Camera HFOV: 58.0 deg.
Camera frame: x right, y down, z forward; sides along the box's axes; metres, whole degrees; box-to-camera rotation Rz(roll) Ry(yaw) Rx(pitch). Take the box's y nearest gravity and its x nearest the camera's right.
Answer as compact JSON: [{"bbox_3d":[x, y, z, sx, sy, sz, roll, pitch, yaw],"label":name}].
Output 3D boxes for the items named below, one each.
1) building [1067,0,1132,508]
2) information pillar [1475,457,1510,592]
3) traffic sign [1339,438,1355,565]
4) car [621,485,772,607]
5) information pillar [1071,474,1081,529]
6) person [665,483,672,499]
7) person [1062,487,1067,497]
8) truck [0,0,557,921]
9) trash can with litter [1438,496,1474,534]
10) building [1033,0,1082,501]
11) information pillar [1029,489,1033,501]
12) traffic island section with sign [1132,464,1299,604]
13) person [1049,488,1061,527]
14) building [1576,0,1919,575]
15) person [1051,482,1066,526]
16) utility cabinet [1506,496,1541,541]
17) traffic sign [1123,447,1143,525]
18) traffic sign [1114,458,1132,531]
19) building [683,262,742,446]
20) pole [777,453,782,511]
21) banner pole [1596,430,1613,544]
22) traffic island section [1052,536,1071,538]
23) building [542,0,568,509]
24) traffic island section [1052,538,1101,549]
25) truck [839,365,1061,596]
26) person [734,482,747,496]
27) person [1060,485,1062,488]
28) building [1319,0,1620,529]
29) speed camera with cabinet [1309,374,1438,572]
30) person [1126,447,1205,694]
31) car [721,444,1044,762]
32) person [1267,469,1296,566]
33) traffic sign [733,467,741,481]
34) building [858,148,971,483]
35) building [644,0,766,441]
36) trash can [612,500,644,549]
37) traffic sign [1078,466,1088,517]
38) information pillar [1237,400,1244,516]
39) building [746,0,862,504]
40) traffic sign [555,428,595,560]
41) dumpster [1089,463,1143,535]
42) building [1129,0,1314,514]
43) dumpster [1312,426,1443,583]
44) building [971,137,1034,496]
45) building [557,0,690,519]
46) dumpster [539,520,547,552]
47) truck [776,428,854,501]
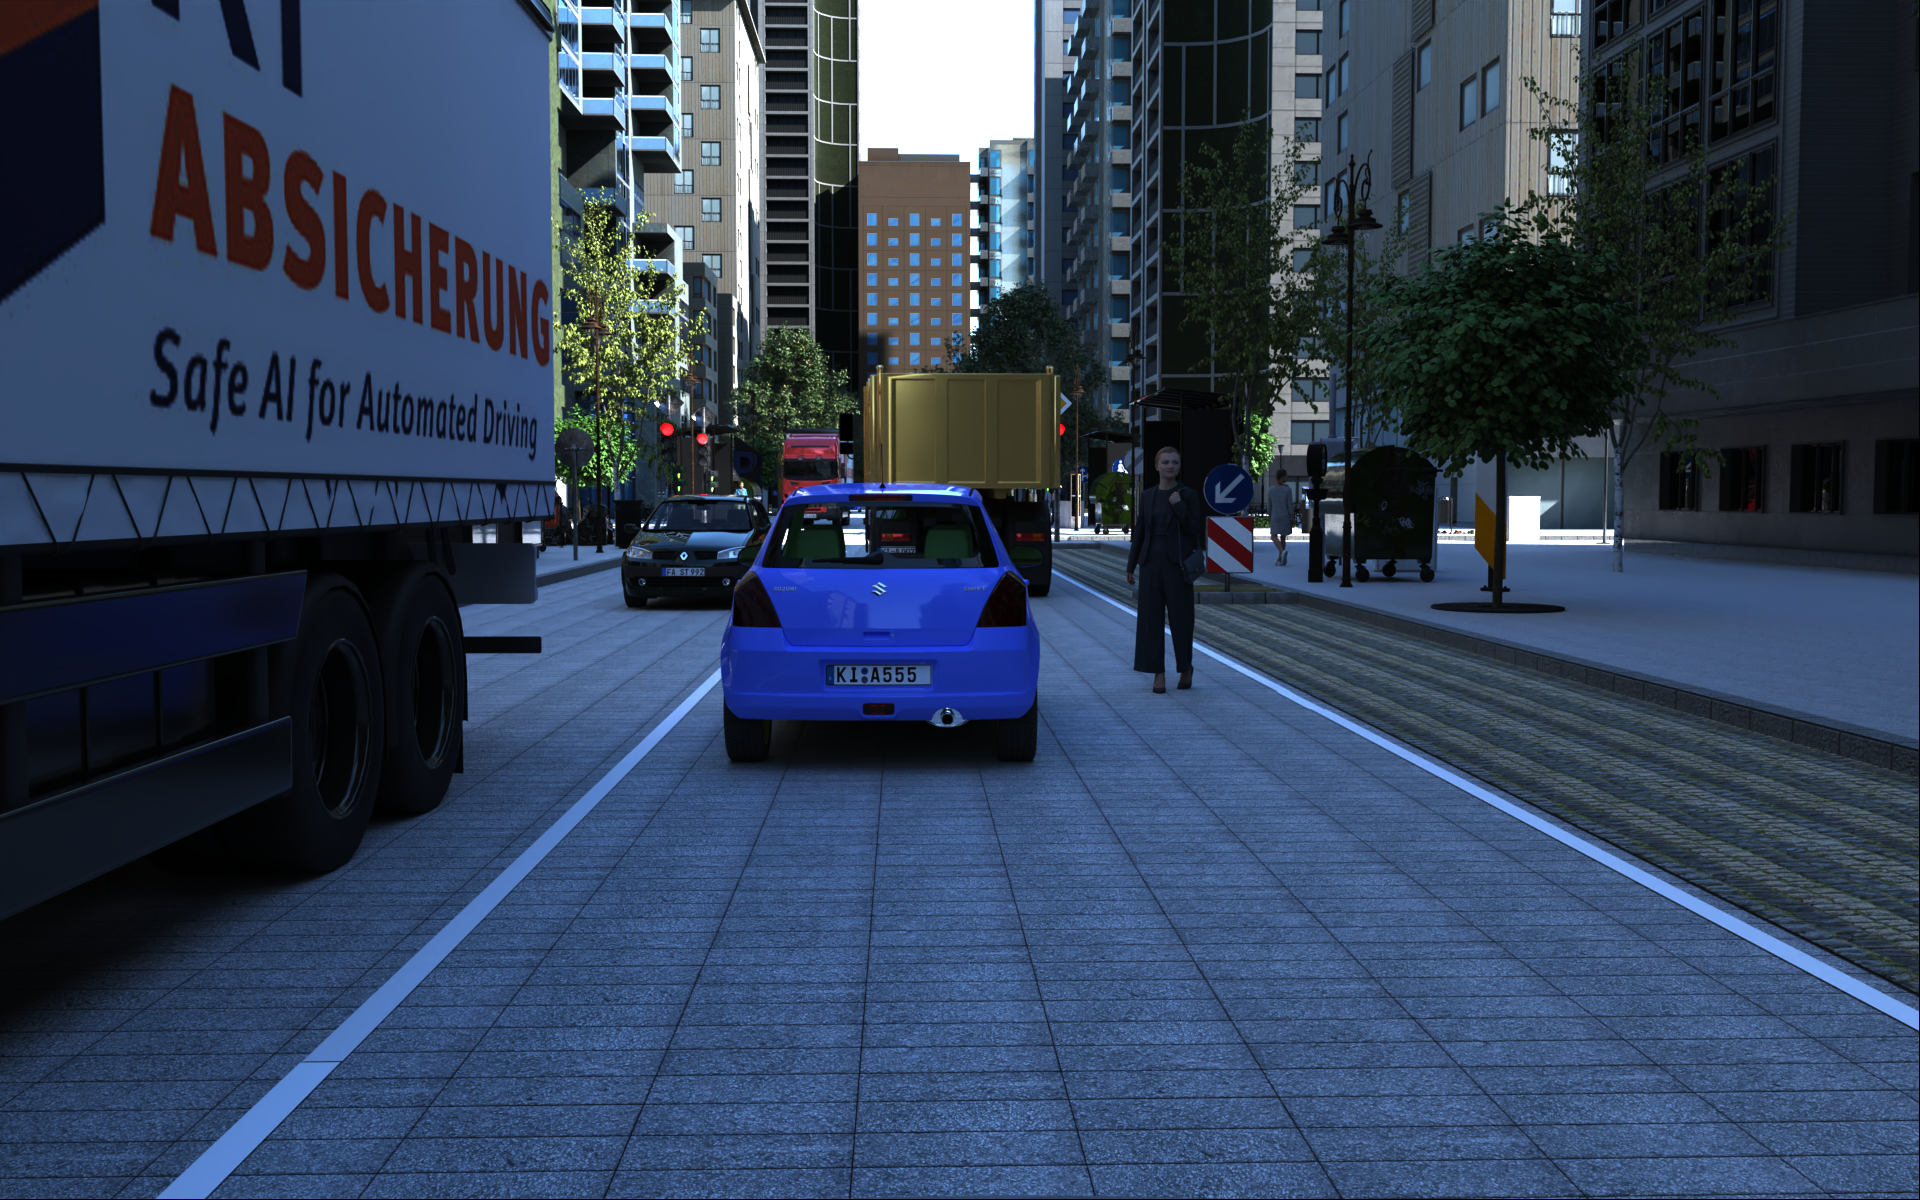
[{"bbox_3d":[21.324,-32.692,154.129,23.786,49.044,30.456,0,4,-2],"label":"building"},{"bbox_3d":[7.014,-1.923,22.794,0.183,3.616,0.504,-2,4,-30],"label":"information pillar"},{"bbox_3d":[6.835,-1.770,31.065,0.606,2.300,0.079,0,4,0],"label":"traffic sign"},{"bbox_3d":[-3.390,-0.820,23.201,2.009,1.686,4.222,0,4,0],"label":"car"},{"bbox_3d":[4.234,-3.604,63.425,0.304,2.012,0.304,1,4,18],"label":"information pillar"},{"bbox_3d":[-14.240,-4.818,84.844,0.620,1.820,0.660,1,4,9],"label":"person"},{"bbox_3d":[8.401,-8.408,143.145,1.348,1.869,0.705,3,5,39],"label":"person"},{"bbox_3d":[-3.478,-0.950,4.440,2.839,4.237,11.283,0,4,-1],"label":"truck"},{"bbox_3d":[15.857,-2.728,55.659,1.678,1.210,2.233,-3,5,-41],"label":"trash can with litter"},{"bbox_3d":[18.271,-39.207,183.036,21.231,58.520,28.212,0,4,-2],"label":"building"},{"bbox_3d":[3.348,-5.531,81.788,0.183,3.616,0.504,2,4,25],"label":"information pillar"},{"bbox_3d":[3.371,-0.898,23.316,1.989,1.847,2.006,0,4,-2],"label":"traffic island section with sign"},{"bbox_3d":[3.861,-3.778,68.402,0.643,1.750,0.593,-1,4,-18],"label":"person"},{"bbox_3d":[20.706,-12.500,23.440,14.314,24.678,30.058,0,4,-2],"label":"building"},{"bbox_3d":[3.895,-3.870,69.498,0.721,1.800,0.419,2,4,25],"label":"person"},{"bbox_3d":[15.253,-2.197,47.087,1.020,1.237,0.306,-1,4,-19],"label":"utility cabinet"},{"bbox_3d":[4.823,-2.883,47.244,0.768,2.556,0.104,0,4,6],"label":"traffic sign"},{"bbox_3d":[5.712,-3.706,60.696,0.768,2.556,0.104,0,4,3],"label":"traffic sign"},{"bbox_3d":[-33.304,-18.252,143.454,27.650,21.520,28.899,0,4,-2],"label":"building"},{"bbox_3d":[-9.068,-5.701,87.056,0.158,3.312,0.155,0,3,0],"label":"pole"},{"bbox_3d":[16.722,-3.353,44.846,0.401,3.779,0.863,1,4,19],"label":"banner pole"},{"bbox_3d":[2.357,-1.958,54.292,2.009,0.180,2.903,0,4,-2],"label":"traffic island section"},{"bbox_3d":[-23.827,-18.076,67.251,14.160,30.474,14.107,0,4,-2],"label":"building"},{"bbox_3d":[2.615,-1.470,46.311,2.009,0.180,2.903,0,4,-2],"label":"traffic island section"},{"bbox_3d":[-0.231,-1.954,27.868,3.469,3.379,9.791,0,4,-4],"label":"truck"},{"bbox_3d":[-8.846,-3.884,69.897,0.601,1.785,0.444,-1,4,-19],"label":"person"},{"bbox_3d":[6.255,-6.288,108.732,0.514,1.842,0.818,1,4,18],"label":"person"},{"bbox_3d":[31.305,-29.566,72.642,27.495,52.752,28.713,0,4,-2],"label":"building"},{"bbox_3d":[6.832,-2.099,28.656,2.038,3.252,0.660,0,4,6],"label":"speed camera with cabinet"},{"bbox_3d":[1.494,-0.226,12.609,0.576,1.772,0.534,0,4,7],"label":"person"},{"bbox_3d":[-0.432,-0.060,10.572,1.945,1.707,3.694,0,4,-1],"label":"car"},{"bbox_3d":[5.729,-1.468,30.793,0.466,1.731,0.760,-1,4,-11],"label":"person"},{"bbox_3d":[-9.216,-4.243,69.376,0.884,2.594,0.081,0,4,1],"label":"traffic sign"},{"bbox_3d":[-5.980,-35.294,227.174,14.200,45.320,14.600,0,4,-2],"label":"building"},{"bbox_3d":[-35.117,-36.233,181.649,27.495,52.752,28.713,0,4,-2],"label":"building"},{"bbox_3d":[-7.801,-1.779,40.743,0.748,1.137,0.748,0,3,0],"label":"trash can"},{"bbox_3d":[5.654,-4.833,79.133,0.768,2.556,0.104,0,4,-1],"label":"traffic sign"},{"bbox_3d":[6.610,-3.084,41.774,0.504,3.616,0.183,0,4,7],"label":"information pillar"},{"bbox_3d":[-23.481,-48.367,229.048,20.611,71.187,20.563,0,4,-2],"label":"building"},{"bbox_3d":[-7.434,-2.038,33.422,0.768,2.556,0.104,0,4,0],"label":"traffic sign"},{"bbox_3d":[4.938,-3.200,54.806,1.502,2.255,1.985,0,4,-2],"label":"dumpster"},{"bbox_3d":[21.026,-41.595,118.325,20.563,71.187,20.611,0,4,-2],"label":"building"},{"bbox_3d":[6.221,-1.429,25.855,1.502,2.255,1.985,0,4,-2],"label":"dumpster"},{"bbox_3d":[16.191,-37.472,232.270,30.456,49.044,23.786,0,4,-2],"label":"building"},{"bbox_3d":[-27.191,-48.201,100.757,22.319,86.520,31.000,0,4,-2],"label":"building"},{"bbox_3d":[-9.746,-1.950,37.633,1.264,1.857,1.865,0,4,-2],"label":"dumpster"},{"bbox_3d":[-6.211,-5.341,76.243,2.839,4.237,11.283,0,4,0],"label":"truck"}]
